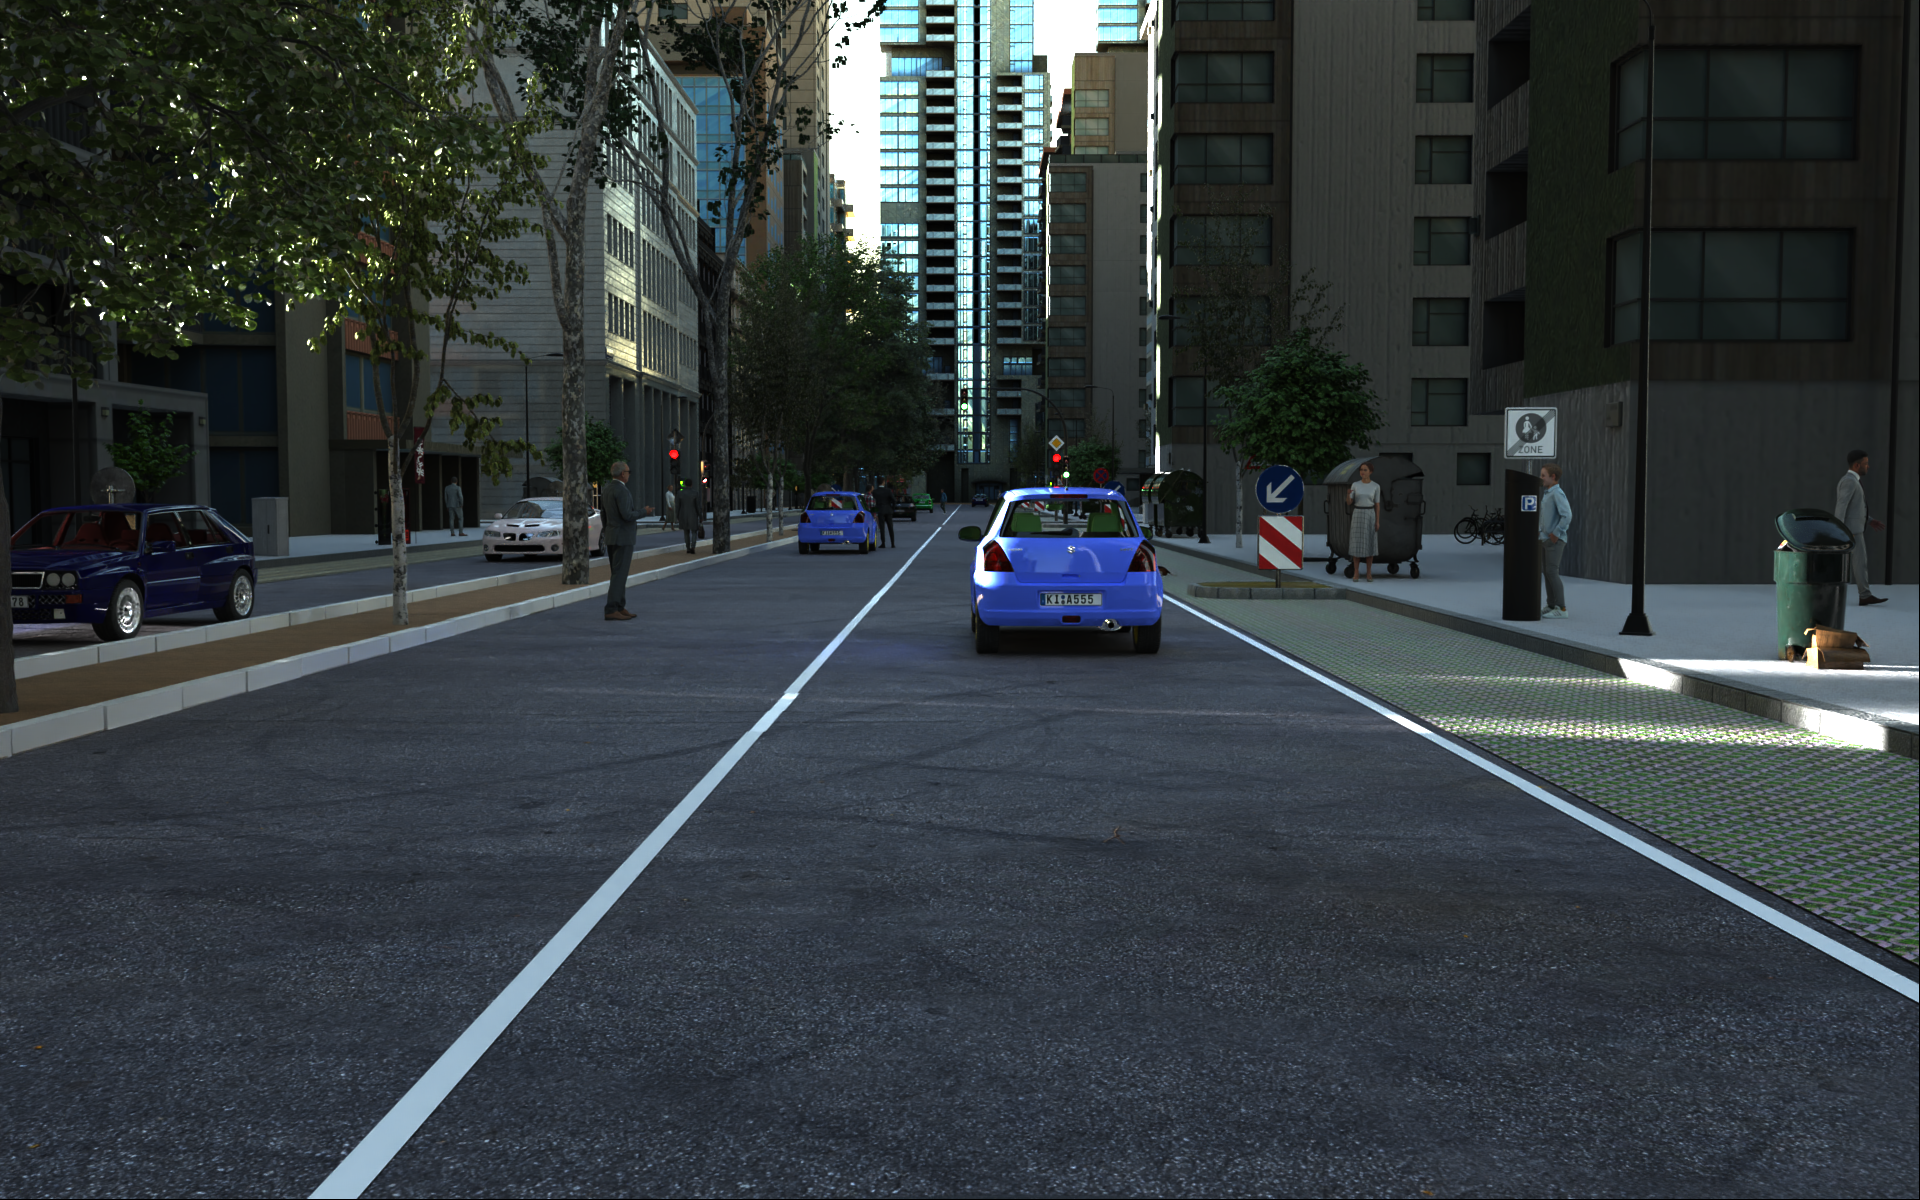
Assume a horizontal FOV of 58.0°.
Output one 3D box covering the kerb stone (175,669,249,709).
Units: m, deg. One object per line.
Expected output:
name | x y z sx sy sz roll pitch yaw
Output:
kerb stone | -5.225 0.622 12.019 0.120 0.150 1.000 0 4 0

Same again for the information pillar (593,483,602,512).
information pillar | -17.204 -4.752 82.188 0.304 2.012 0.304 2 4 34

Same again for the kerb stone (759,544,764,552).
kerb stone | -5.032 -1.260 42.797 0.120 0.150 1.000 0 4 0

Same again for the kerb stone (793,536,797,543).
kerb stone | -4.986 -1.758 50.988 0.120 0.150 1.000 0 4 0

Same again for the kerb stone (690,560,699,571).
kerb stone | -5.094 -0.627 32.531 0.120 0.150 1.000 0 4 0

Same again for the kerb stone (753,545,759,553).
kerb stone | -5.041 -1.196 41.774 0.120 0.150 1.000 0 4 0

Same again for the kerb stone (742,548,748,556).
kerb stone | -5.052 -1.072 39.720 0.120 0.150 1.000 0 4 0

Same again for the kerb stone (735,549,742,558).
kerb stone | -5.060 -1.009 38.697 0.120 0.150 1.000 0 4 0

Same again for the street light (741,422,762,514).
street light | -13.443 -8.511 111.694 1.470 5.913 1.316 0 4 0

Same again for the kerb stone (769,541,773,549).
kerb stone | -5.024 -1.385 44.847 0.120 0.150 1.000 0 4 0

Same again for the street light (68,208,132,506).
street light | -13.824 -3.398 28.091 1.470 5.913 1.316 0 4 0

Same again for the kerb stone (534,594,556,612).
kerb stone | -5.170 0.060 21.238 0.120 0.150 1.000 0 4 0

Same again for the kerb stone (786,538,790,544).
kerb stone | -5.002 -1.636 48.942 0.120 0.150 1.000 0 4 0

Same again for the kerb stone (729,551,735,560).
kerb stone | -5.070 -0.946 37.666 0.120 0.150 1.000 0 4 0

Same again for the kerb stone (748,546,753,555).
kerb stone | -5.059 -1.131 40.752 0.120 0.150 1.000 0 4 0

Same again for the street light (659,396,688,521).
street light | -13.583 -6.699 82.063 1.470 5.913 1.316 0 4 0

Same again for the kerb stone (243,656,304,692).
kerb stone | -5.213 0.560 13.041 0.120 0.150 1.000 0 4 0

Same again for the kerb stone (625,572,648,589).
kerb stone | -5.131 -0.318 27.408 0.120 0.150 1.000 0 4 0

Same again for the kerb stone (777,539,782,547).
kerb stone | -5.014 -1.511 46.896 0.120 0.150 1.000 0 4 0

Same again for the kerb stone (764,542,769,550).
kerb stone | -5.025 -1.323 43.825 0.120 0.150 1.000 0 4 0

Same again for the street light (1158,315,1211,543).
street light | 5.843 -4.436 45.065 1.470 5.913 1.316 0 4 0

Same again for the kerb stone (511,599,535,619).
kerb stone | -5.172 0.126 20.216 0.120 0.150 1.000 0 4 0

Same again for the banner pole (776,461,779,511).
banner pole | -13.888 -8.721 132.603 0.401 3.779 0.863 0 4 4

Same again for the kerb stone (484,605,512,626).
kerb stone | -5.183 0.184 19.194 0.120 0.150 1.000 0 4 0

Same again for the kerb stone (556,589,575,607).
kerb stone | -5.155 0.000 22.267 0.120 0.150 1.000 0 4 0

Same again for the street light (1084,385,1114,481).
street light | 6.002 -6.210 74.070 1.470 5.913 1.316 0 4 0

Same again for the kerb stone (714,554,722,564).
kerb stone | -5.076 -0.820 35.610 0.120 0.150 1.000 0 4 0

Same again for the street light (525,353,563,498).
street light | -13.722 -5.172 57.096 1.470 5.913 1.316 0 4 0

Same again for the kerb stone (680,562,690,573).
kerb stone | -5.105 -0.569 31.503 0.120 0.150 1.000 0 4 0

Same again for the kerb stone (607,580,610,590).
kerb stone | -5.147 -0.193 25.353 0.120 0.150 1.000 0 4 0

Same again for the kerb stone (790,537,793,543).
kerb stone | -4.990 -1.699 49.966 0.120 0.150 1.000 0 4 0

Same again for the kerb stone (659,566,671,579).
kerb stone | -5.106 -0.441 29.453 0.120 0.150 1.000 0 4 0

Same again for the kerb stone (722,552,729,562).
kerb stone | -5.075 -0.884 36.644 0.120 0.150 1.000 0 4 0

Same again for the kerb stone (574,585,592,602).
kerb stone | -5.150 -0.067 23.289 0.120 0.150 1.000 0 4 0

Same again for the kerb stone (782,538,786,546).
kerb stone | -5.005 -1.569 47.918 0.120 0.150 1.000 0 4 0

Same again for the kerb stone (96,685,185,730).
kerb stone | -5.226 0.685 10.997 0.120 0.150 1.000 0 4 0

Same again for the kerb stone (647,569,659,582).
kerb stone | -5.126 -0.381 28.431 0.120 0.150 1.000 0 4 0

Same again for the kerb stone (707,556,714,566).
kerb stone | -5.087 -0.756 34.577 0.120 0.150 1.000 0 4 0

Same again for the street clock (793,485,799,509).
street clock | -13.793 -8.653 146.045 0.358 2.002 0.471 3 5 45

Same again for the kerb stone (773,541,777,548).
kerb stone | -5.019 -1.448 45.874 0.120 0.150 1.000 0 4 0

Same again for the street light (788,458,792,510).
street light | -13.274 -10.285 140.699 1.470 5.913 1.316 0 4 0

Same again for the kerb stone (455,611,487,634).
kerb stone | -5.186 0.246 18.172 0.120 0.150 1.000 0 4 0

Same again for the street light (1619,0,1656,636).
street light | 5.653 -2.638 15.667 1.470 5.913 1.316 0 4 0

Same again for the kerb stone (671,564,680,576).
kerb stone | -5.108 -0.506 30.476 0.120 0.150 1.000 0 4 0

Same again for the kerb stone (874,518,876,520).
kerb stone | -4.691 -4.679 98.698 0.120 0.150 1.000 0 4 0

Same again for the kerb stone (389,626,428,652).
kerb stone | -5.195 0.371 16.128 0.120 0.150 1.000 0 4 0

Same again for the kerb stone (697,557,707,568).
kerb stone | -5.092 -0.695 33.552 0.120 0.150 1.000 0 4 0

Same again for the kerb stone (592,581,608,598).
kerb stone | -5.141 -0.129 24.320 0.120 0.150 1.000 0 4 0

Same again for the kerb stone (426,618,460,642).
kerb stone | -5.188 0.317 17.151 0.120 0.150 1.000 0 4 0

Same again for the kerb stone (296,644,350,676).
kerb stone | -5.215 0.497 14.072 0.120 0.150 1.000 0 4 0

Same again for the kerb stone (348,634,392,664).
kerb stone | -5.207 0.438 15.106 0.120 0.150 1.000 0 4 0
